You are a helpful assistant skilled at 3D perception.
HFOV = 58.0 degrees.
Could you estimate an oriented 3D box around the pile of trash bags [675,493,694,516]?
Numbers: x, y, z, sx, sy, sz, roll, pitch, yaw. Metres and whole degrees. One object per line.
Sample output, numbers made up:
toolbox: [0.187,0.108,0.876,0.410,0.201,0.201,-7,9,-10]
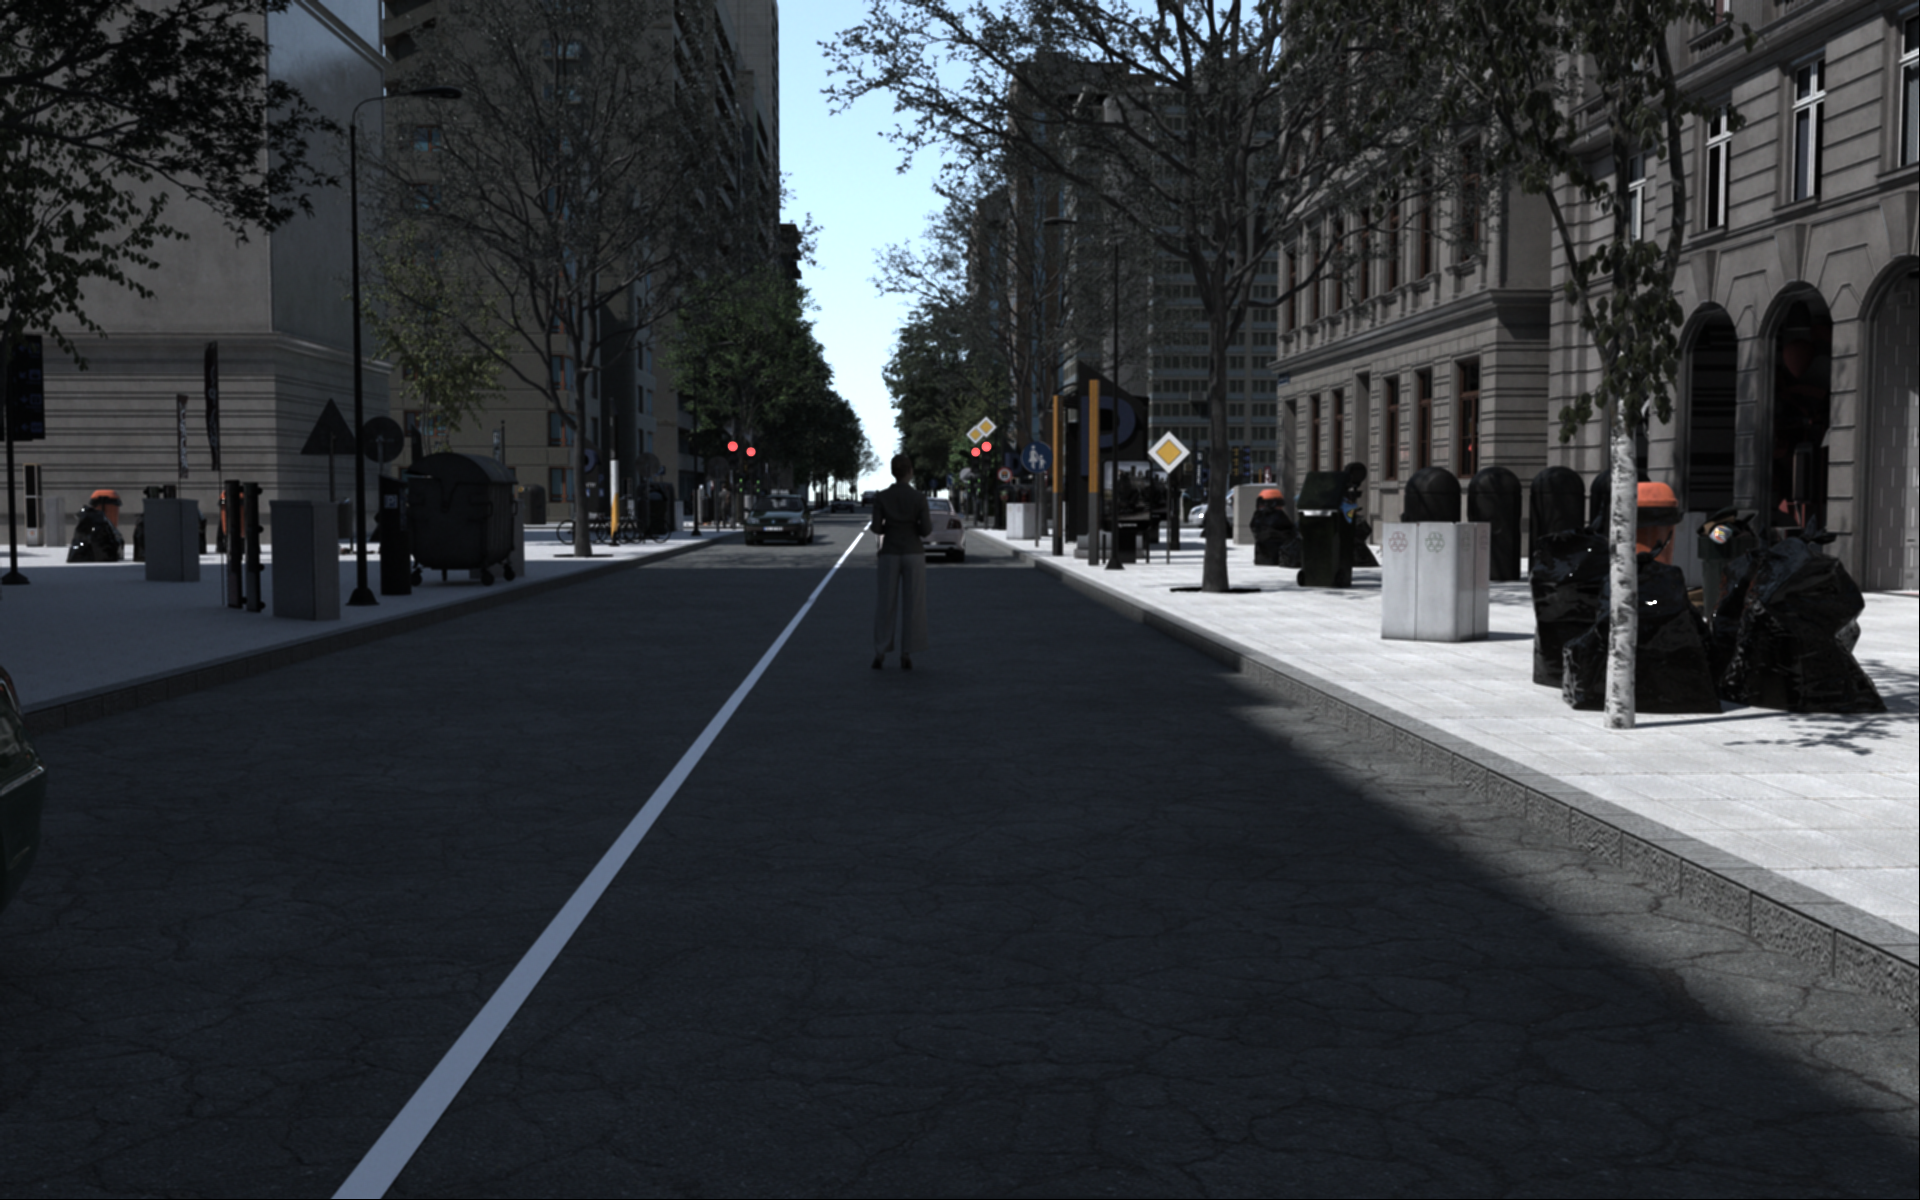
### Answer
pile of trash bags: [-16.659,-5.807,104.704,1.912,1.369,3.447,1,4,15]

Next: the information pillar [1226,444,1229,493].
information pillar: [10.646,-4.804,69.892,0.504,3.616,0.183,-3,4,-36]

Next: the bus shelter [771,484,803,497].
bus shelter: [-11.758,-7.411,115.085,2.014,3.302,5.546,0,4,-2]

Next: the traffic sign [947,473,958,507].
traffic sign: [-0.424,-6.386,104.517,0.768,2.556,0.104,0,4,-1]

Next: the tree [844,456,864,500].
tree: [-18.001,-20.568,286.656,4.360,8.622,3.978,0,3,0]

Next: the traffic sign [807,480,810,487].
traffic sign: [-12.353,-8.474,138.657,0.768,2.556,0.104,0,4,-1]

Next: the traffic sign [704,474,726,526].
traffic sign: [-9.813,-4.249,69.470,0.884,2.594,0.081,0,4,3]

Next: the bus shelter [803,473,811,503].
bus shelter: [-12.580,-8.624,134.927,2.014,3.302,5.546,0,4,-2]

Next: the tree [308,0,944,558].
tree: [-7.820,-7.613,34.851,12.009,13.543,11.850,0,3,0]

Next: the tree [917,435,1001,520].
tree: [0.864,-6.313,86.938,4.285,4.588,4.351,0,3,0]

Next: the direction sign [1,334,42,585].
direction sign: [-13.443,-1.990,24.533,0.876,3.537,0.379,-2,4,-30]

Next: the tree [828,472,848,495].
tree: [-15.050,-16.252,216.088,4.737,8.622,4.395,0,3,0]

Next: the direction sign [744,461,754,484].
direction sign: [-12.071,-6.562,99.291,0.876,3.537,0.379,0,4,-4]

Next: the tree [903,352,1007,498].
tree: [-0.158,-12.173,124.782,9.928,11.665,9.643,0,3,0]

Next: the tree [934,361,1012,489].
tree: [0.915,-8.912,96.076,4.737,8.622,4.395,0,3,0]

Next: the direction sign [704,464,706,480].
direction sign: [-16.071,-7.210,109.885,0.379,3.537,0.876,-2,4,-27]

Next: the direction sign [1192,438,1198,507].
direction sign: [9.593,-4.816,70.736,0.379,3.537,0.876,1,4,20]

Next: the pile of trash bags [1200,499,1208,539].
pile of trash bags: [7.918,-2.439,49.627,1.912,1.369,3.447,0,4,4]

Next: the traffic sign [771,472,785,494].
traffic sign: [-10.266,-5.965,97.632,0.768,2.556,0.104,0,4,0]

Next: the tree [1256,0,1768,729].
tree: [3.386,-3.602,9.249,4.360,8.622,3.978,0,3,0]

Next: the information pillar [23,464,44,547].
information pillar: [-22.549,-2.304,42.162,0.304,2.012,0.304,0,4,-6]

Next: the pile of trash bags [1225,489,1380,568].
pile of trash bags: [6.173,-1.332,31.537,1.912,1.369,3.447,-1,4,-13]

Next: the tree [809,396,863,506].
tree: [-14.091,-16.510,188.062,7.486,12.596,7.792,0,3,0]

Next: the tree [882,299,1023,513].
tree: [-0.166,-12.515,111.272,9.857,13.997,8.962,0,3,0]

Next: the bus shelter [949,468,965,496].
bus shelter: [0.010,-9.958,140.448,2.179,5.291,8.768,0,4,-2]

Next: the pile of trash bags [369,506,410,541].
pile of trash bags: [-14.345,-2.266,46.805,3.447,1.369,1.912,2,4,34]

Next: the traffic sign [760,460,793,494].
traffic sign: [-10.805,-6.526,100.574,2.265,3.308,0.079,0,4,3]

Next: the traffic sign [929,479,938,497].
traffic sign: [-2.220,-8.887,145.402,0.768,2.556,0.104,0,4,-1]

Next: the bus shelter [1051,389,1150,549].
bus shelter: [3.347,-3.100,41.973,1.731,3.624,6.357,0,4,-2]

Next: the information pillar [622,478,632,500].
information pillar: [-15.486,-4.655,80.600,0.304,2.012,0.304,1,4,20]

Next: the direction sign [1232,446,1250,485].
direction sign: [13.200,-5.470,81.438,0.876,3.537,0.379,2,4,24]

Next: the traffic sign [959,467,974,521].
traffic sign: [0.337,-5.041,82.528,0.768,2.556,0.104,0,3,0]

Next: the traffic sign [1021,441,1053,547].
traffic sign: [1.864,-2.556,41.895,0.768,2.556,0.104,0,4,4]

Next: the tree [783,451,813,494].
tree: [-14.250,-9.791,143.788,4.285,4.588,4.351,0,3,0]

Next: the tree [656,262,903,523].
tree: [-9.566,-9.190,76.015,9.928,11.665,9.643,0,3,0]

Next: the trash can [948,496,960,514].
trash can: [-0.398,-5.939,108.753,0.748,1.137,0.748,0,3,0]

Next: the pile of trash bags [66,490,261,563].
pile of trash bags: [-15.294,-1.433,33.177,3.447,1.369,1.912,0,4,-3]

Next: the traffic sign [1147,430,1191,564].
traffic sign: [3.792,-1.855,31.511,0.795,2.450,0.064,0,4,5]

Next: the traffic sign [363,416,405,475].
traffic sign: [-9.465,-1.728,28.354,0.768,2.556,0.104,0,4,6]

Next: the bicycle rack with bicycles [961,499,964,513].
bicycle rack with bicycles: [0.457,-6.224,115.149,2.925,0.926,2.852,0,4,7]

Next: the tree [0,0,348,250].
tree: [-7.914,-4.747,12.023,7.601,10.594,8.767,0,4,-3]

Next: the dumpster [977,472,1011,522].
dumpster: [1.503,-4.584,77.446,1.502,2.255,1.985,0,4,-2]

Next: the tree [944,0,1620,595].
tree: [3.384,-6.838,22.166,12.009,13.543,11.850,0,3,0]

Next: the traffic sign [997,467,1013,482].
traffic sign: [2.075,-4.924,80.610,0.768,2.556,0.104,0,4,1]

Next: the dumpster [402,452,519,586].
dumpster: [-7.128,-1.163,24.779,1.264,1.857,1.865,0,4,-2]

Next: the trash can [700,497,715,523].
trash can: [-10.811,-3.840,74.440,0.748,1.137,0.748,0,3,0]

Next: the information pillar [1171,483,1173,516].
information pillar: [10.296,-4.944,85.323,0.304,2.012,0.304,-1,4,-16]

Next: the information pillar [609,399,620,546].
information pillar: [-8.476,-3.126,42.470,0.183,3.616,0.504,-2,4,-25]

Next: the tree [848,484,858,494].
tree: [-18.143,-18.280,293.479,1.663,3.219,1.824,0,3,0]

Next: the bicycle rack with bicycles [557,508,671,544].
bicycle rack with bicycles: [-9.047,-1.955,45.352,2.925,0.926,2.852,-1,4,-12]

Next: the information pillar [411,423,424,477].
information pillar: [-17.838,-4.013,56.973,0.504,3.616,0.183,2,4,29]

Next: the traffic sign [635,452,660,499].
traffic sign: [-9.533,-3.227,52.869,0.768,2.556,0.104,0,4,2]

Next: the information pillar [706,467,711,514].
information pillar: [-13.981,-6.419,96.301,0.183,3.616,0.504,1,4,15]

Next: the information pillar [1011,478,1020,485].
information pillar: [2.484,-4.493,77.952,0.304,2.012,0.304,2,4,27]

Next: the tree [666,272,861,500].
tree: [-10.513,-10.550,89.501,9.611,12.733,9.660,0,3,0]

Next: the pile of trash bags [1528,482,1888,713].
pile of trash bags: [4.815,-0.116,11.648,1.912,1.369,3.447,1,4,12]

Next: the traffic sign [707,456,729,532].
traffic sign: [-8.149,-3.556,58.252,0.768,2.556,0.104,0,4,7]

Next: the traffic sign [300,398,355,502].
traffic sign: [-8.514,-1.437,23.494,0.884,2.594,0.081,0,4,4]
